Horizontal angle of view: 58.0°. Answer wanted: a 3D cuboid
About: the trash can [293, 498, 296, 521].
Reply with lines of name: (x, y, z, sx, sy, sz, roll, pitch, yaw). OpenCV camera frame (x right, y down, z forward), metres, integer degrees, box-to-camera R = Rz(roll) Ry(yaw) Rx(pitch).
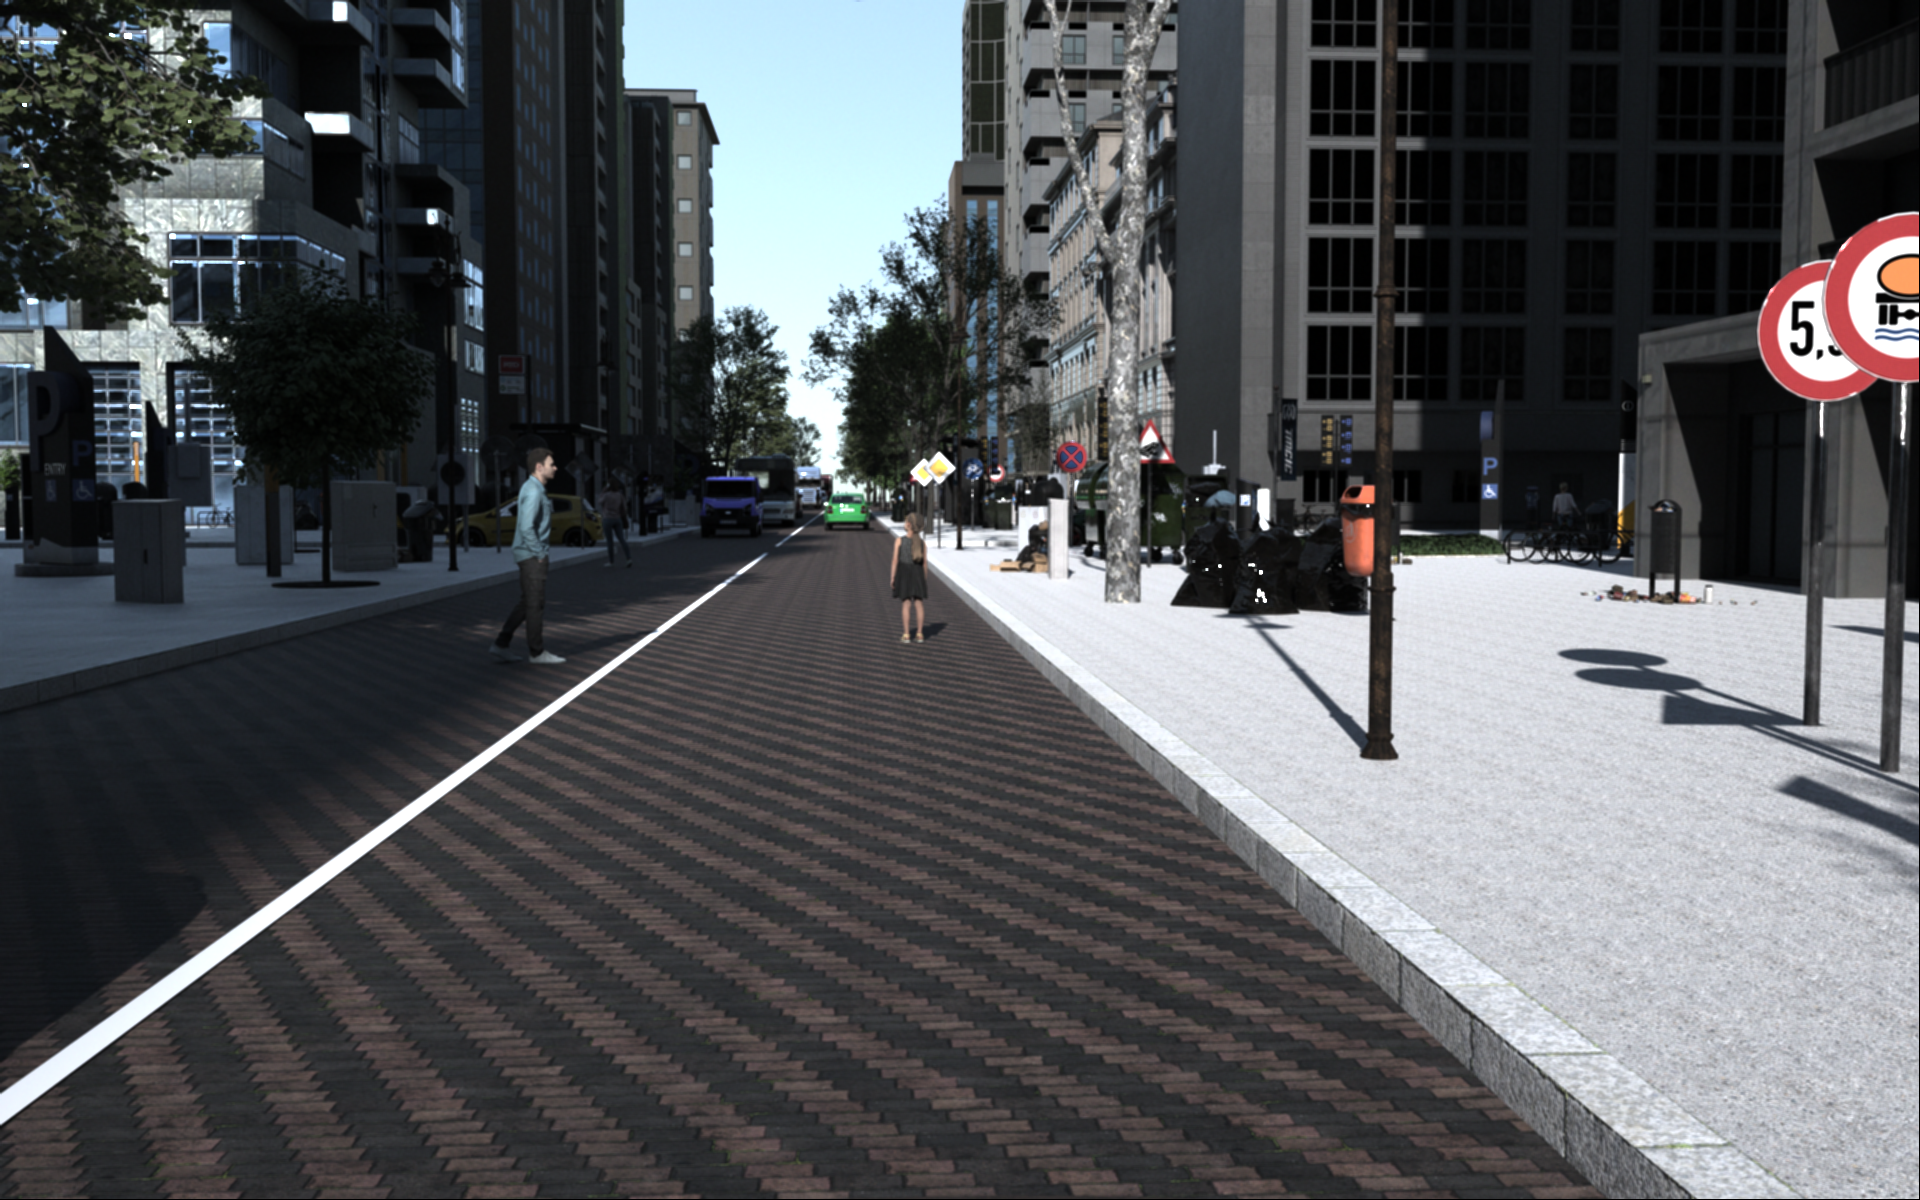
trash can: (-22.145, -2.764, 56.839, 0.748, 1.137, 0.748, 0, 3, 0)

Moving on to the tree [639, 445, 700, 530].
tree: (-11.120, -4.413, 66.752, 1.663, 3.219, 1.824, 0, 3, 0)

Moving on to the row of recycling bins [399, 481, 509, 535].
row of recycling bins: (-16.086, -2.937, 55.139, 3.534, 1.692, 1.069, -3, 4, -36)

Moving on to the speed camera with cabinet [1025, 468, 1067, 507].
speed camera with cabinet: (3.697, -4.975, 75.683, 2.038, 3.252, 0.660, 3, 5, 39)

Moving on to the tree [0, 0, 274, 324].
tree: (-8.363, -5.642, 10.378, 7.486, 12.596, 7.792, 0, 3, 0)

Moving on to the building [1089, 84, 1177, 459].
building: (14.805, -15.058, 87.993, 13.314, 21.916, 24.055, 0, 4, -4)

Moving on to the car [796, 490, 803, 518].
car: (-10.549, -5.833, 104.048, 2.281, 1.827, 5.304, 0, 4, -2)

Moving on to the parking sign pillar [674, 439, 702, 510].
parking sign pillar: (-13.280, -5.880, 84.603, 1.447, 3.967, 1.447, -2, 4, -26)

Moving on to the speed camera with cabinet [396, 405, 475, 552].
speed camera with cabinet: (-11.790, -2.680, 38.160, 2.038, 3.252, 0.660, 0, 4, 0)

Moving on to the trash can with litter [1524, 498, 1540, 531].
trash can with litter: (19.582, -2.931, 58.984, 1.678, 1.210, 2.233, 0, 4, -3)

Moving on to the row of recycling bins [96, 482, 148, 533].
row of recycling bins: (-28.724, -3.071, 57.326, 3.534, 1.692, 1.069, -1, 4, -9)

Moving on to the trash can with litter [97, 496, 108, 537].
trash can with litter: (-26.050, -2.530, 52.420, 1.678, 1.210, 2.233, -2, 4, -32)

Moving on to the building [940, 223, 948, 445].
building: (3.917, -35.396, 262.322, 14.154, 41.232, 14.086, 0, 4, -4)

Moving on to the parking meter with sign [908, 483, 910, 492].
parking meter with sign: (-3.769, -7.811, 123.964, 1.738, 3.016, 0.543, 0, 4, 4)

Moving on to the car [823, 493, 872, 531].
car: (-4.506, -3.704, 69.356, 1.959, 1.807, 4.718, 0, 4, -3)

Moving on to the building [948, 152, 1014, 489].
building: (5.781, -35.311, 227.437, 14.600, 45.320, 14.200, 0, 4, -4)

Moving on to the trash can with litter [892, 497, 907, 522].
trash can with litter: (-2.558, -4.105, 78.506, 1.055, 1.170, 0.624, 1, 4, 20)

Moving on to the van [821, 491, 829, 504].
van: (-17.007, -12.469, 210.882, 2.013, 2.044, 4.112, 0, 4, -4)

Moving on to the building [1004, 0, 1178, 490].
building: (18.386, -34.380, 151.359, 28.713, 52.752, 27.495, 0, 4, -4)

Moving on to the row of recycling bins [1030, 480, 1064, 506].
row of recycling bins: (2.604, -2.755, 52.154, 1.069, 1.692, 3.534, 0, 4, 2)

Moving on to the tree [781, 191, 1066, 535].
tree: (-1.000, -7.339, 54.401, 8.767, 10.594, 7.601, 0, 4, -1)

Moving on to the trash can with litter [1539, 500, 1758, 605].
trash can with litter: (8.415, -0.608, 20.995, 1.678, 1.210, 2.233, -1, 4, -11)

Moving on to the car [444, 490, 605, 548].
car: (-11.045, -2.066, 44.007, 3.980, 1.641, 2.015, 0, 4, -5)

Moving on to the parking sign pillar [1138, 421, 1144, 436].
parking sign pillar: (6.552, -4.536, 62.639, 1.447, 3.967, 1.447, -2, 4, -24)

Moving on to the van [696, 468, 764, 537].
van: (-7.773, -3.347, 59.104, 2.240, 2.365, 5.245, 0, 4, -4)

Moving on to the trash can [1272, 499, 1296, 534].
trash can: (9.884, -2.519, 52.847, 0.748, 1.137, 0.748, 0, 3, 0)

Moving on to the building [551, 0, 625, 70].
building: (-32.788, -27.246, 129.069, 14.154, 41.232, 14.086, 0, 4, -4)

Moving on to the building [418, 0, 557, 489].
building: (-34.786, -28.327, 113.254, 14.600, 45.320, 14.200, 0, 4, -4)

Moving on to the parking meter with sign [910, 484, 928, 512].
parking meter with sign: (-2.067, -6.850, 108.262, 1.738, 3.016, 0.543, 1, 4, 10)

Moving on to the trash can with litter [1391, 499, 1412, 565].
trash can with litter: (7.426, -1.275, 31.901, 2.233, 1.210, 1.678, 0, 4, -4)

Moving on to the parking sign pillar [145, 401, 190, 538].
parking sign pillar: (-23.447, -3.816, 50.857, 1.447, 3.967, 1.447, -1, 4, -9)

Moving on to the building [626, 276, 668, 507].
building: (-41.013, -18.720, 151.103, 27.650, 21.520, 28.899, 0, 4, -4)

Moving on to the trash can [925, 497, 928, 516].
trash can: (-2.188, -5.404, 100.011, 0.748, 1.137, 0.748, 0, 3, 0)

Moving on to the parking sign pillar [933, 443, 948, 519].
parking sign pillar: (-0.812, -6.248, 90.631, 1.447, 3.967, 1.447, -1, 4, -13)

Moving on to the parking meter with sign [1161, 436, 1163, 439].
parking meter with sign: (5.155, -3.385, 51.604, 1.738, 3.016, 0.543, -2, 4, -29)

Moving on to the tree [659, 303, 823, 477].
tree: (-12.641, -10.280, 93.830, 9.928, 11.665, 9.643, 0, 3, 0)

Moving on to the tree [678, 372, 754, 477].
tree: (-14.666, -9.362, 103.429, 4.360, 8.622, 3.978, 0, 3, 0)

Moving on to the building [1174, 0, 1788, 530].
building: (21.429, -16.719, 66.857, 24.014, 27.812, 14.314, 0, 4, -4)

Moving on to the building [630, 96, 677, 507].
building: (-36.112, -29.901, 172.480, 14.154, 41.232, 14.086, 0, 4, -4)

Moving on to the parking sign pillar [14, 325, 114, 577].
parking sign pillar: (-14.155, -2.376, 27.316, 1.447, 3.967, 1.447, 3, 4, 38)

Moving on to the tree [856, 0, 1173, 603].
tree: (2.958, -10.102, 21.057, 12.611, 20.169, 13.585, 0, 3, 0)

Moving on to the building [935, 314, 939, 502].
building: (2.822, -30.892, 276.779, 14.160, 30.474, 14.107, 0, 4, -4)

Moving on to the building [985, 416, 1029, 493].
building: (18.343, -29.725, 177.886, 32.217, 40.220, 23.993, 0, 4, -4)

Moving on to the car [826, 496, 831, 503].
car: (-9.988, -8.100, 142.216, 2.009, 1.686, 4.222, 0, 4, -3)

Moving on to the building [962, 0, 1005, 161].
building: (8.945, -49.297, 244.260, 20.563, 71.187, 20.611, 0, 4, -4)

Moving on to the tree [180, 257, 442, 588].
tree: (-8.963, -2.472, 24.132, 4.285, 4.588, 4.351, 0, 3, 0)

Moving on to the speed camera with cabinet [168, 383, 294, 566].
speed camera with cabinet: (-13.166, -2.262, 31.314, 2.038, 3.252, 0.660, -1, 4, -20)

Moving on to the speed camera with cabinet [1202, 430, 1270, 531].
speed camera with cabinet: (8.597, -3.651, 54.023, 2.038, 3.252, 0.660, 0, 4, 0)

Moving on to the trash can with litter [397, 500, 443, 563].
trash can with litter: (-10.269, -1.295, 32.565, 0.624, 1.170, 1.055, 1, 4, 20)

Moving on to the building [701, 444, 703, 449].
building: (-50.448, -34.465, 255.386, 32.217, 40.220, 23.993, 0, 4, -4)

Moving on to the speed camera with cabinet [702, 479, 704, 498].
speed camera with cabinet: (-14.321, -6.422, 99.332, 2.038, 3.252, 0.660, 0, 4, -7)

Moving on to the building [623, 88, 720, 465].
building: (-46.875, -39.149, 229.319, 28.713, 52.752, 27.495, 0, 4, -4)

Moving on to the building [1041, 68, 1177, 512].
building: (12.798, -19.267, 112.283, 12.463, 27.353, 25.104, 0, 4, -4)

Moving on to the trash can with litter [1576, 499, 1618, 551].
trash can with litter: (14.464, -1.711, 39.362, 0.624, 1.170, 1.055, 3, 5, 43)

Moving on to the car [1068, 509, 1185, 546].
car: (3.982, -2.119, 44.429, 4.222, 1.686, 2.009, 0, 4, -2)

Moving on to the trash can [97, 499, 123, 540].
trash can: (-23.814, -2.256, 48.533, 0.748, 1.137, 0.748, 0, 3, 0)

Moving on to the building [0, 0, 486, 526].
building: (-35.496, -47.014, 81.345, 22.319, 86.520, 31.000, 0, 4, -4)

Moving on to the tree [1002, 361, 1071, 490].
tree: (4.143, -8.956, 96.799, 4.360, 8.622, 3.978, 0, 3, 0)

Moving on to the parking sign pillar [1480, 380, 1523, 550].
parking sign pillar: (12.384, -3.170, 40.302, 1.447, 3.967, 1.447, 1, 4, 21)

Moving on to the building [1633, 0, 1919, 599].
building: (21.231, -35.272, 14.944, 20.563, 71.187, 20.611, 0, 4, -4)
